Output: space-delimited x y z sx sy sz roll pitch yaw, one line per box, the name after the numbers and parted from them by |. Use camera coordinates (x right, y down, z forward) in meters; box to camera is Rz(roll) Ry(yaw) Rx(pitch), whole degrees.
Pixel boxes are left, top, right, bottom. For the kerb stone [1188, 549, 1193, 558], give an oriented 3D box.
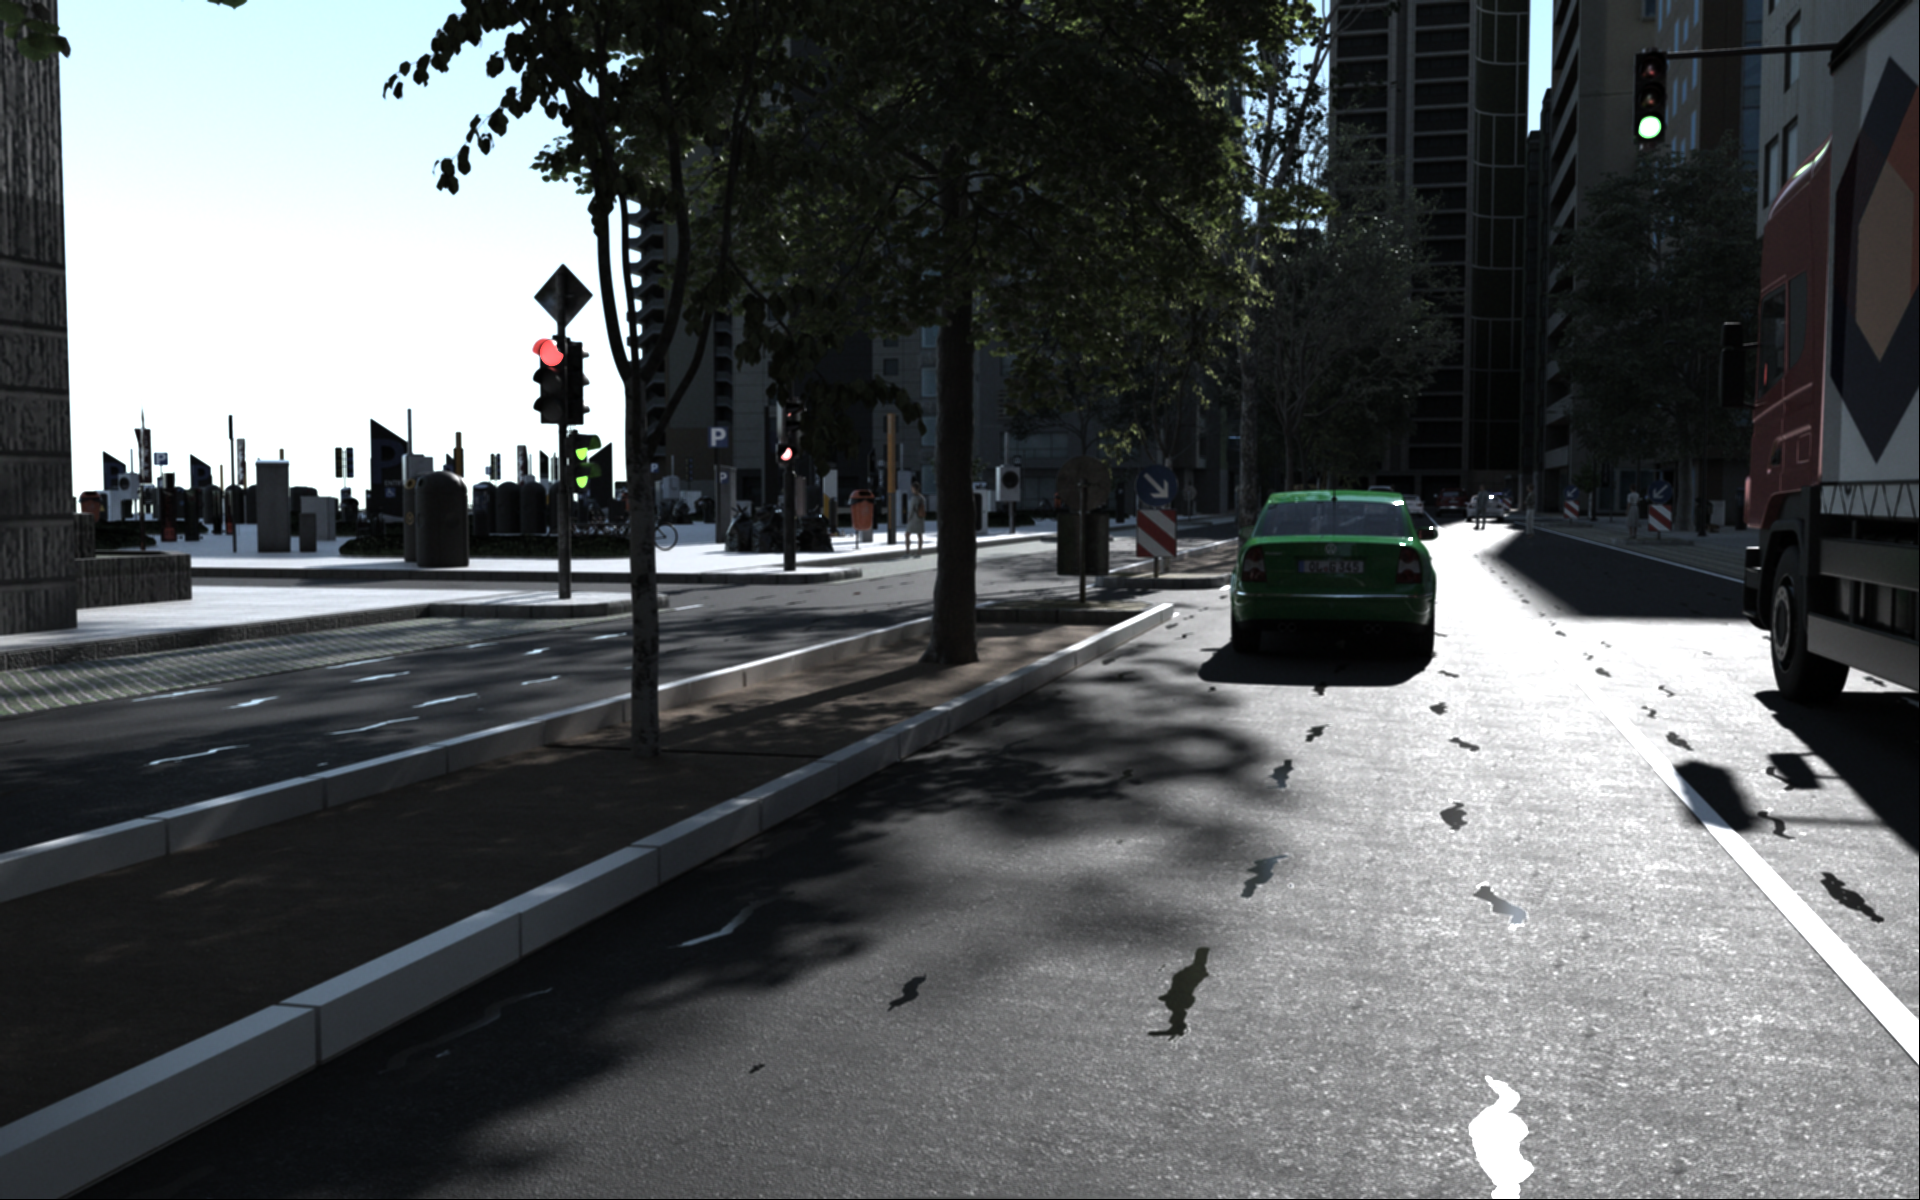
5.024 -1.006 38.643 0.120 0.150 1.000 1 4 14 | kerb stone

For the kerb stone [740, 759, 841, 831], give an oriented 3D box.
-0.767 0.882 7.819 0.120 0.150 1.000 1 4 14 | kerb stone

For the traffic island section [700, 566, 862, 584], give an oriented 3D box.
-2.869 -0.412 29.016 2.009 0.180 2.903 1 4 14 | traffic island section

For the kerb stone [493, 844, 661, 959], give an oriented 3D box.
-1.282 1.006 5.832 0.120 0.150 1.000 1 4 14 | kerb stone

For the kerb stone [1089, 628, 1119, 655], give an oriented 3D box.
1.283 0.395 15.744 0.120 0.150 1.000 1 4 14 | kerb stone

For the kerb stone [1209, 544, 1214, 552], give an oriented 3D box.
6.063 -1.249 42.612 0.120 0.150 1.000 1 4 14 | kerb stone

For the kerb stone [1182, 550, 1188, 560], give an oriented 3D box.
4.779 -0.945 37.651 0.120 0.150 1.000 1 4 14 | kerb stone

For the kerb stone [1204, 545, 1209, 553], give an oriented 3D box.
5.809 -1.188 41.617 0.120 0.150 1.000 1 4 14 | kerb stone

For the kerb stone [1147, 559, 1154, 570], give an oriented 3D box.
3.496 -0.642 32.684 0.120 0.150 1.000 1 4 14 | kerb stone

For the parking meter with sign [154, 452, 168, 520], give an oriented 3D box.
-32.911 -4.597 71.423 0.543 3.016 1.738 -2 4 -25 | parking meter with sign

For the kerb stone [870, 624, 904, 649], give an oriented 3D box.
-0.747 0.361 16.296 0.120 0.150 1.000 1 4 14 | kerb stone

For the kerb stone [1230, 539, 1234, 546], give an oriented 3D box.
7.346 -1.552 47.578 0.120 0.150 1.000 1 4 14 | kerb stone

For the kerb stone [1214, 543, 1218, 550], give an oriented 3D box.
6.318 -1.310 43.612 0.120 0.150 1.000 1 4 14 | kerb stone

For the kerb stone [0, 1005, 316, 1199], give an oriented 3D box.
-1.791 1.122 3.852 0.120 0.150 1.000 1 4 14 | kerb stone

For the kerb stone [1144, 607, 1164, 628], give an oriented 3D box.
2.047 0.212 18.721 0.120 0.150 1.000 1 4 14 | kerb stone

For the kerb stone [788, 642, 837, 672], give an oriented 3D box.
-1.257 0.483 14.302 0.120 0.150 1.000 1 4 14 | kerb stone

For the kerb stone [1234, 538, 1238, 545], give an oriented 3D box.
7.604 -1.613 48.568 0.120 0.150 1.000 1 4 14 | kerb stone

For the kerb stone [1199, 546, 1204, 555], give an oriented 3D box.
5.545 -1.126 40.621 0.120 0.150 1.000 1 4 14 | kerb stone

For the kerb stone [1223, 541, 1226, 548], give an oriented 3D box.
6.834 -1.431 45.591 0.120 0.150 1.000 1 4 14 | kerb stone

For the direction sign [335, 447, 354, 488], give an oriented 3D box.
-29.779 -5.617 83.840 0.876 3.537 0.379 0 4 -3 | direction sign

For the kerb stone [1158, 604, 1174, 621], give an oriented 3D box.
2.308 0.153 19.715 0.120 0.150 1.000 1 4 14 | kerb stone

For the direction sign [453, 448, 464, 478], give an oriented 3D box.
-24.643 -5.701 85.200 0.379 3.537 0.876 1 4 16 | direction sign

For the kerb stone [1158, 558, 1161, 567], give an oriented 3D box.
3.750 -0.702 33.675 0.120 0.150 1.000 1 4 14 | kerb stone

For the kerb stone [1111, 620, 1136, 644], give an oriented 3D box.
1.536 0.334 16.739 0.120 0.150 1.000 1 4 14 | kerb stone

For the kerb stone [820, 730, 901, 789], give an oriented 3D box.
-0.511 0.819 8.814 0.120 0.150 1.000 1 4 14 | kerb stone

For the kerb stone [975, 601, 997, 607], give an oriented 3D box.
0.285 0.122 20.262 0.120 0.150 1.000 1 4 14 | kerb stone

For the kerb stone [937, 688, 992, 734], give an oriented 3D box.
0.006 0.697 10.792 0.120 0.150 1.000 1 4 14 | kerb stone

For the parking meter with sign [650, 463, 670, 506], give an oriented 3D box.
-16.641 -6.119 96.311 0.543 3.016 1.738 -2 4 -35 | parking meter with sign

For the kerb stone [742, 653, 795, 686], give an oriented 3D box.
-1.514 0.546 13.307 0.120 0.150 1.000 1 4 14 | kerb stone

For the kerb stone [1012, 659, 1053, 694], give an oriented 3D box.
0.511 0.580 12.776 0.120 0.150 1.000 1 4 14 | kerb stone

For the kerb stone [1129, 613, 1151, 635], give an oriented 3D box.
1.794 0.273 17.731 0.120 0.150 1.000 1 4 14 | kerb stone

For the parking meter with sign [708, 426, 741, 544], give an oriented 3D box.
-6.135 -3.014 45.547 0.543 3.016 1.738 0 4 6 | parking meter with sign

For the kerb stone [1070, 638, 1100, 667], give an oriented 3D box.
1.026 0.459 14.755 0.120 0.150 1.000 1 4 14 | kerb stone

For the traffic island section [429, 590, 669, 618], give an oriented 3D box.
-4.869 0.061 21.285 2.009 0.180 2.903 1 4 14 | traffic island section

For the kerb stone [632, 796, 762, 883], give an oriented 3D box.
-1.028 0.943 6.828 0.120 0.150 1.000 1 4 14 | kerb stone

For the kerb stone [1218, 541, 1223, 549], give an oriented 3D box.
6.584 -1.370 44.599 0.120 0.150 1.000 1 4 14 | kerb stone

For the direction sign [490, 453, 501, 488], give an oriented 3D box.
-25.835 -6.387 96.419 0.876 3.537 0.379 3 4 38 | direction sign

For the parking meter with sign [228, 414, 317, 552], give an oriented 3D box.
-15.172 -2.570 38.277 1.738 3.016 0.543 -1 4 -18 | parking meter with sign

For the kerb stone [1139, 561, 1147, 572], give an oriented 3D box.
3.243 -0.580 31.684 0.120 0.150 1.000 1 4 14 | kerb stone

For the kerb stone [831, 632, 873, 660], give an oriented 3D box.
-1.001 0.422 15.298 0.120 0.150 1.000 1 4 14 | kerb stone

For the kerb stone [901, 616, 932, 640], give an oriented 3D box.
-0.489 0.300 17.285 0.120 0.150 1.000 1 4 14 | kerb stone

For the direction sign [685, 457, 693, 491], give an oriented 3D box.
-16.572 -6.969 105.943 0.379 3.537 0.876 -3 4 -37 | direction sign

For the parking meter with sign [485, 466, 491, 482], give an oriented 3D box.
-29.788 -6.909 109.231 0.543 3.016 1.738 -2 4 -26 | parking meter with sign

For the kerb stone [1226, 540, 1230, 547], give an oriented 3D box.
7.091 -1.492 46.583 0.120 0.150 1.000 1 4 14 | kerb stone

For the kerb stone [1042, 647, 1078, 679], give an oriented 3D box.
0.766 0.516 13.766 0.120 0.150 1.000 1 4 14 | kerb stone

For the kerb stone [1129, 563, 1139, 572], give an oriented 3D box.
2.987 -0.518 30.693 0.120 0.150 1.000 1 4 14 | kerb stone

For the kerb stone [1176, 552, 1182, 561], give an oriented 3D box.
4.526 -0.885 36.660 0.120 0.150 1.000 1 4 14 | kerb stone

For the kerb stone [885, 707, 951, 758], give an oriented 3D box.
-0.254 0.758 9.803 0.120 0.150 1.000 1 4 14 | kerb stone

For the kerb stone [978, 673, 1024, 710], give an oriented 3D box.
0.254 0.638 11.784 0.120 0.150 1.000 1 4 14 | kerb stone

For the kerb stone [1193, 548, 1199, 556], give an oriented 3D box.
5.289 -1.066 39.631 0.120 0.150 1.000 1 4 14 | kerb stone

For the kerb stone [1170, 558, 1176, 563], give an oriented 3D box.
4.268 -0.822 35.661 0.120 0.150 1.000 1 4 14 | kerb stone

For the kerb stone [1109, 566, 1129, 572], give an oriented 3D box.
2.724 -0.459 29.705 0.120 0.150 1.000 1 4 14 | kerb stone

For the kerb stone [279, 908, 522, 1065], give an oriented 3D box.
-1.535 1.061 4.841 0.120 0.150 1.000 1 4 14 | kerb stone

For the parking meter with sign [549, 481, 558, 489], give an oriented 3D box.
-22.949 -6.229 98.101 1.738 3.016 0.543 2 4 30 | parking meter with sign
